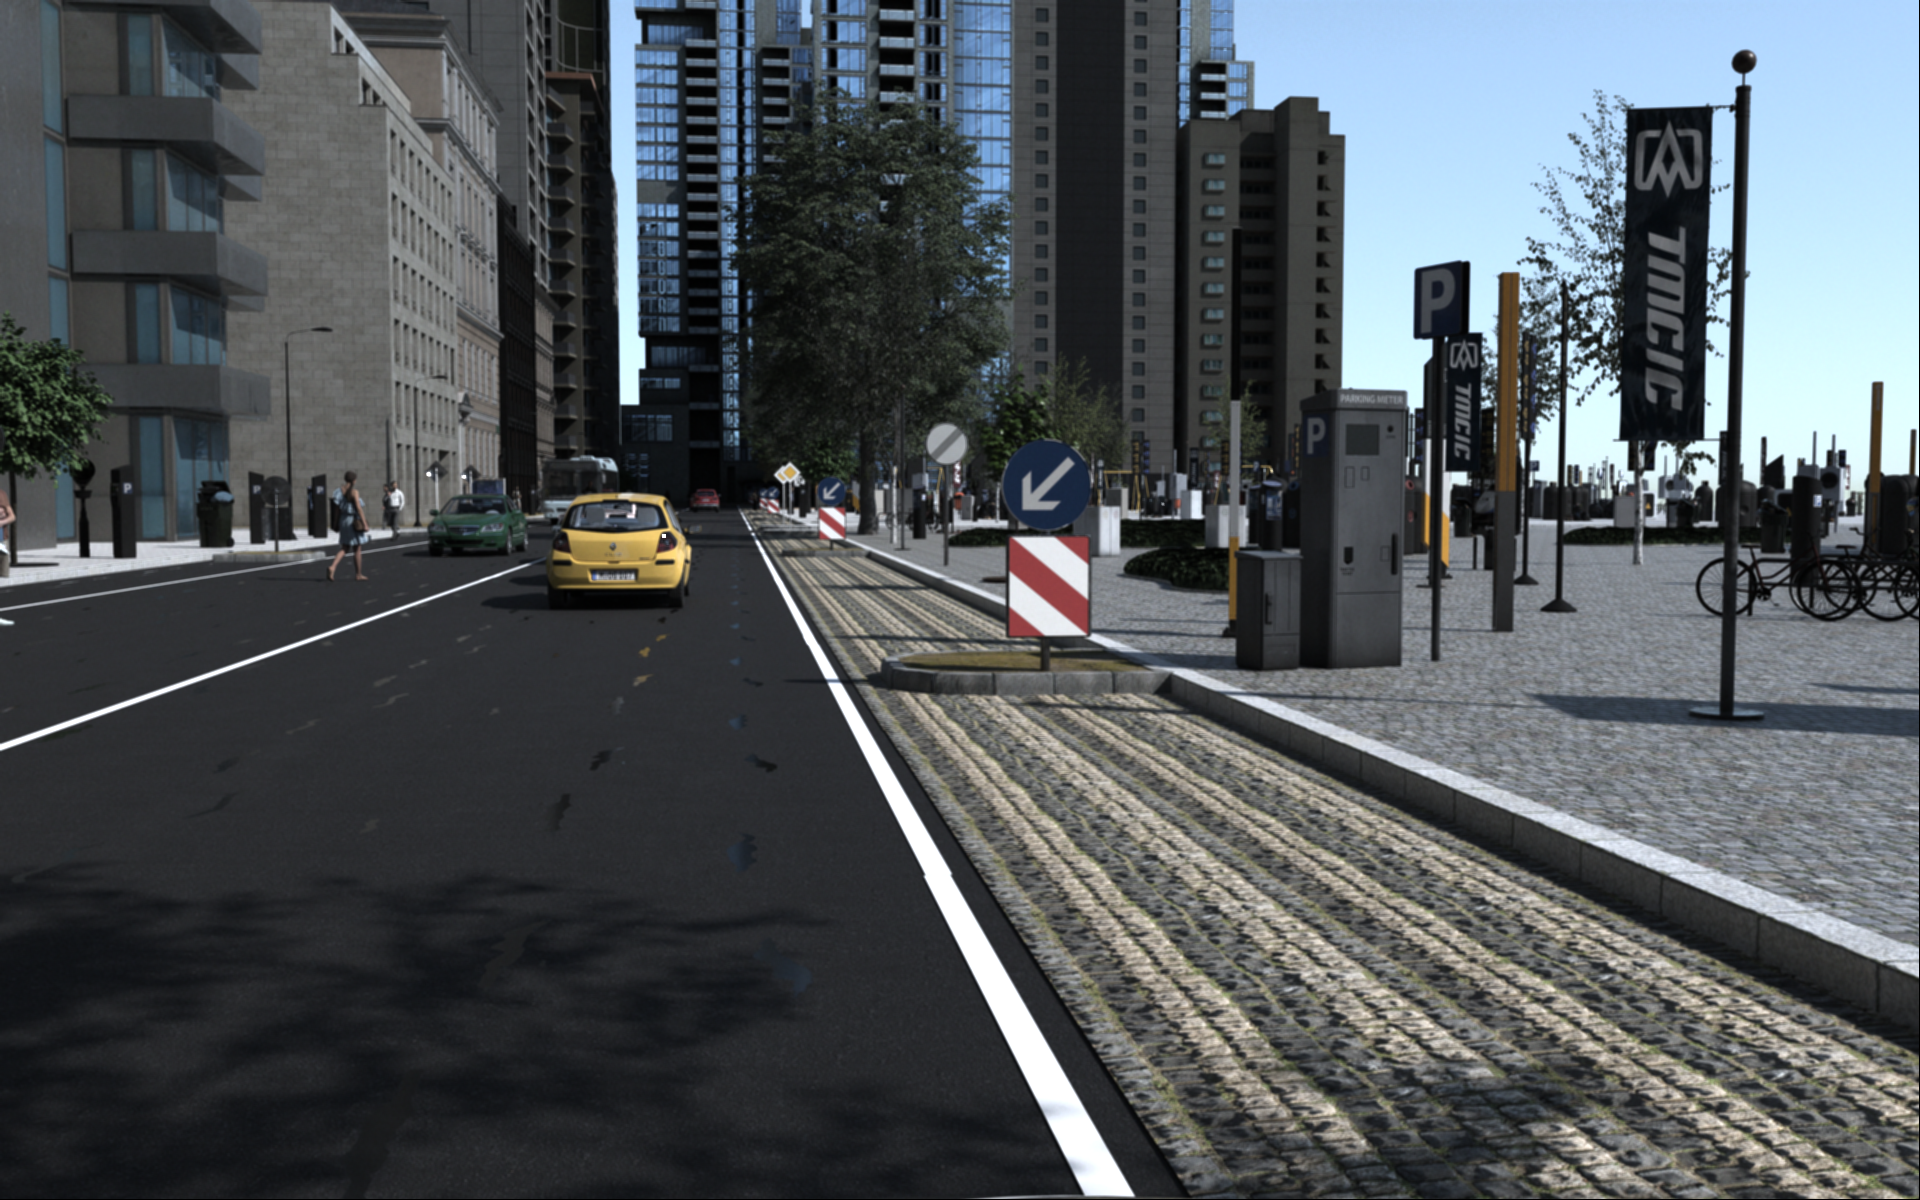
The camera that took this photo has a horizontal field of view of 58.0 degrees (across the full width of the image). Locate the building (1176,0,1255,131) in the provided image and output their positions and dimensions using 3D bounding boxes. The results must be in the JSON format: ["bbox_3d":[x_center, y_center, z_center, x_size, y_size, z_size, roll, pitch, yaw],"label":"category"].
[{"bbox_3d":[26.658,-57.031,245.133,31.000,86.520,22.319,0,4,-7],"label":"building"}]

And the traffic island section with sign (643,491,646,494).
[{"bbox_3d":[-35.995,-11.530,197.138,1.989,1.847,2.006,0,4,-7],"label":"traffic island section with sign"}]

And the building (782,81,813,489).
[{"bbox_3d":[-9.585,-35.810,205.094,23.786,49.044,30.456,0,4,-7],"label":"building"}]

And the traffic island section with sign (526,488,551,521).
[{"bbox_3d":[-22.338,-5.199,93.636,1.989,1.847,2.006,0,4,-7],"label":"traffic island section with sign"}]

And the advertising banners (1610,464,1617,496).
[{"bbox_3d":[37.963,-6.351,100.019,0.090,3.025,2.074,0,4,-4],"label":"advertising banners"}]

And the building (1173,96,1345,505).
[{"bbox_3d":[35.987,-36.187,215.358,21.600,48.544,21.300,0,4,-7],"label":"building"}]

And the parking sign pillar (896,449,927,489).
[{"bbox_3d":[-2.503,-6.625,96.794,1.447,3.967,1.447,-2,4,-33],"label":"parking sign pillar"}]

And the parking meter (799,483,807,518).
[{"bbox_3d":[-8.531,-5.413,94.206,0.399,1.863,0.255,-1,4,-9],"label":"parking meter"}]

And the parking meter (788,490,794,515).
[{"bbox_3d":[-10.632,-6.138,108.775,0.372,1.533,0.369,0,3,0],"label":"parking meter"}]

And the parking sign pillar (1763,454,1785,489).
[{"bbox_3d":[55.561,-7.934,118.192,1.447,3.967,1.447,-2,4,-35],"label":"parking sign pillar"}]

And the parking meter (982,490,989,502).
[{"bbox_3d":[1.454,-5.561,99.338,0.372,1.533,0.369,0,3,0],"label":"parking meter"}]

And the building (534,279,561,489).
[{"bbox_3d":[-36.180,-16.238,130.118,10.561,19.102,19.286,0,4,-7],"label":"building"}]

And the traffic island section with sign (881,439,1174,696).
[{"bbox_3d":[0.422,-0.279,13.193,1.989,1.847,2.006,0,4,-7],"label":"traffic island section with sign"}]

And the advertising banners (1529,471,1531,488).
[{"bbox_3d":[39.159,-7.607,120.559,2.074,3.025,0.090,-3,4,-38],"label":"advertising banners"}]

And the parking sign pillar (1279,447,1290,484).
[{"bbox_3d":[18.665,-6.813,99.865,1.447,3.967,1.447,0,4,2],"label":"parking sign pillar"}]

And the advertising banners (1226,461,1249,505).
[{"bbox_3d":[14.688,-5.753,90.245,2.074,3.025,0.090,3,4,38],"label":"advertising banners"}]

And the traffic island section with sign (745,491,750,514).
[{"bbox_3d":[-13.872,-6.901,121.465,1.989,1.847,2.006,0,4,-7],"label":"traffic island section with sign"}]

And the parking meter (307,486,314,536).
[{"bbox_3d":[-19.892,-2.748,53.343,0.372,1.533,0.369,0,3,0],"label":"parking meter"}]

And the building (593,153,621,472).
[{"bbox_3d":[-48.307,-32.109,208.583,14.086,41.232,14.154,0,4,-7],"label":"building"}]

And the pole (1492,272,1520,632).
[{"bbox_3d":[5.066,-1.360,16.076,0.158,3.312,0.155,0,3,0],"label":"pole"}]

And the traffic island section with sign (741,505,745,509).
[{"bbox_3d":[-20.463,-9.946,171.241,1.989,1.847,2.006,0,4,-7],"label":"traffic island section with sign"}]

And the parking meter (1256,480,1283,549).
[{"bbox_3d":[5.639,-1.401,31.311,0.372,1.533,0.369,0,3,0],"label":"parking meter"}]

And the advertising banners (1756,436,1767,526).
[{"bbox_3d":[24.616,-3.511,53.591,0.090,3.025,2.074,1,4,10],"label":"advertising banners"}]

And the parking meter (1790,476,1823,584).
[{"bbox_3d":[11.765,-0.959,24.084,0.372,1.533,0.369,0,3,0],"label":"parking meter"}]

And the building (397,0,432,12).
[{"bbox_3d":[-44.780,-43.585,150.872,20.563,71.187,20.611,0,4,-7],"label":"building"}]

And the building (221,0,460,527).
[{"bbox_3d":[-28.648,-13.511,75.662,10.420,20.320,16.860,0,4,-7],"label":"building"}]

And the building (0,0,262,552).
[{"bbox_3d":[-34.724,-25.891,42.931,30.456,49.044,23.786,0,4,-7],"label":"building"}]

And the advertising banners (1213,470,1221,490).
[{"bbox_3d":[18.084,-8.000,126.992,2.074,3.025,0.090,0,4,-4],"label":"advertising banners"}]

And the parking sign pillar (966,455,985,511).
[{"bbox_3d":[0.941,-7.088,104.353,1.447,3.967,1.447,3,5,41],"label":"parking sign pillar"}]

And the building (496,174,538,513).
[{"bbox_3d":[-34.724,-17.290,112.364,12.332,23.373,15.834,0,4,-7],"label":"building"}]

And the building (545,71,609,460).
[{"bbox_3d":[-47.731,-31.900,176.196,22.147,44.769,28.867,0,4,-7],"label":"building"}]

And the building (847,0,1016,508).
[{"bbox_3d":[-5.991,-52.649,173.487,22.319,86.520,31.000,0,4,-7],"label":"building"}]

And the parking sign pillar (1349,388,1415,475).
[{"bbox_3d":[10.539,-3.400,44.062,1.447,3.967,1.447,-1,4,-18],"label":"parking sign pillar"}]

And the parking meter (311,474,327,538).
[{"bbox_3d":[-18.653,-2.733,50.394,0.399,1.863,0.255,-2,4,-32],"label":"parking meter"}]

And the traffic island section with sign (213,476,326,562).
[{"bbox_3d":[-14.945,-1.775,37.645,1.989,1.847,2.006,0,4,-7],"label":"traffic island section with sign"}]

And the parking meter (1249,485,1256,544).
[{"bbox_3d":[7.626,-2.213,44.593,0.372,1.533,0.369,0,3,0],"label":"parking meter"}]

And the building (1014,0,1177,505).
[{"bbox_3d":[13.941,-47.361,212.609,20.611,71.187,20.563,0,4,-7],"label":"building"}]

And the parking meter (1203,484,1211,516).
[{"bbox_3d":[14.462,-5.853,101.402,0.399,1.863,0.255,-1,4,-20],"label":"parking meter"}]

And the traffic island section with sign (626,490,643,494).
[{"bbox_3d":[-32.438,-9.877,170.122,1.989,1.847,2.006,0,4,-7],"label":"traffic island section with sign"}]

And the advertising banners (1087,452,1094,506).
[{"bbox_3d":[5.430,-4.652,72.240,0.090,3.025,2.074,1,4,12],"label":"advertising banners"}]

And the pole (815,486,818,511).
[{"bbox_3d":[-10.844,-8.375,130.766,0.158,3.312,0.155,0,3,0],"label":"pole"}]

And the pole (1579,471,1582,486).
[{"bbox_3d":[54.127,-9.619,151.119,0.158,3.312,0.155,0,3,0],"label":"pole"}]

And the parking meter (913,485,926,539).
[{"bbox_3d":[-1.161,-2.516,49.551,0.372,1.533,0.369,0,3,0],"label":"parking meter"}]

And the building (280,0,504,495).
[{"bbox_3d":[-32.787,-18.866,94.359,13.634,28.700,20.117,0,4,-7],"label":"building"}]

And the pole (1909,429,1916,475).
[{"bbox_3d":[30.025,-3.718,54.629,0.158,3.312,0.155,0,3,0],"label":"pole"}]

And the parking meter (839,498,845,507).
[{"bbox_3d":[-7.088,-6.008,103.948,0.255,1.863,0.399,3,4,37],"label":"parking meter"}]

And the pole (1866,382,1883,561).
[{"bbox_3d":[16.668,-2.307,31.556,0.158,3.312,0.155,0,3,0],"label":"pole"}]

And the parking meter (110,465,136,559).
[{"bbox_3d":[-16.695,-1.764,34.554,0.255,1.863,0.399,2,4,25],"label":"parking meter"}]

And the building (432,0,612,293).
[{"bbox_3d":[-57.950,-48.639,233.500,20.611,71.187,20.563,0,4,-7],"label":"building"}]

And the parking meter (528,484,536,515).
[{"bbox_3d":[-26.003,-6.084,105.179,0.255,1.863,0.399,3,5,42],"label":"parking meter"}]

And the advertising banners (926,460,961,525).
[{"bbox_3d":[-0.706,-4.709,73.181,2.074,3.025,0.090,-3,4,-36],"label":"advertising banners"}]

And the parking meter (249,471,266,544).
[{"bbox_3d":[-18.039,-2.373,44.504,0.399,1.863,0.255,-1,4,-23],"label":"parking meter"}]

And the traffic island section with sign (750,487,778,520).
[{"bbox_3d":[-10.297,-5.241,94.318,1.989,1.847,2.006,0,4,-7],"label":"traffic island section with sign"}]

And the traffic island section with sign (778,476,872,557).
[{"bbox_3d":[-3.105,-1.914,39.917,1.989,1.847,2.006,0,4,-7],"label":"traffic island section with sign"}]

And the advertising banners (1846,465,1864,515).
[{"bbox_3d":[53.515,-6.575,103.694,2.074,3.025,0.090,-2,4,-34],"label":"advertising banners"}]

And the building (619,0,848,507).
[{"bbox_3d":[-32.104,-56.532,236.975,31.000,86.520,22.319,0,4,-7],"label":"building"}]
